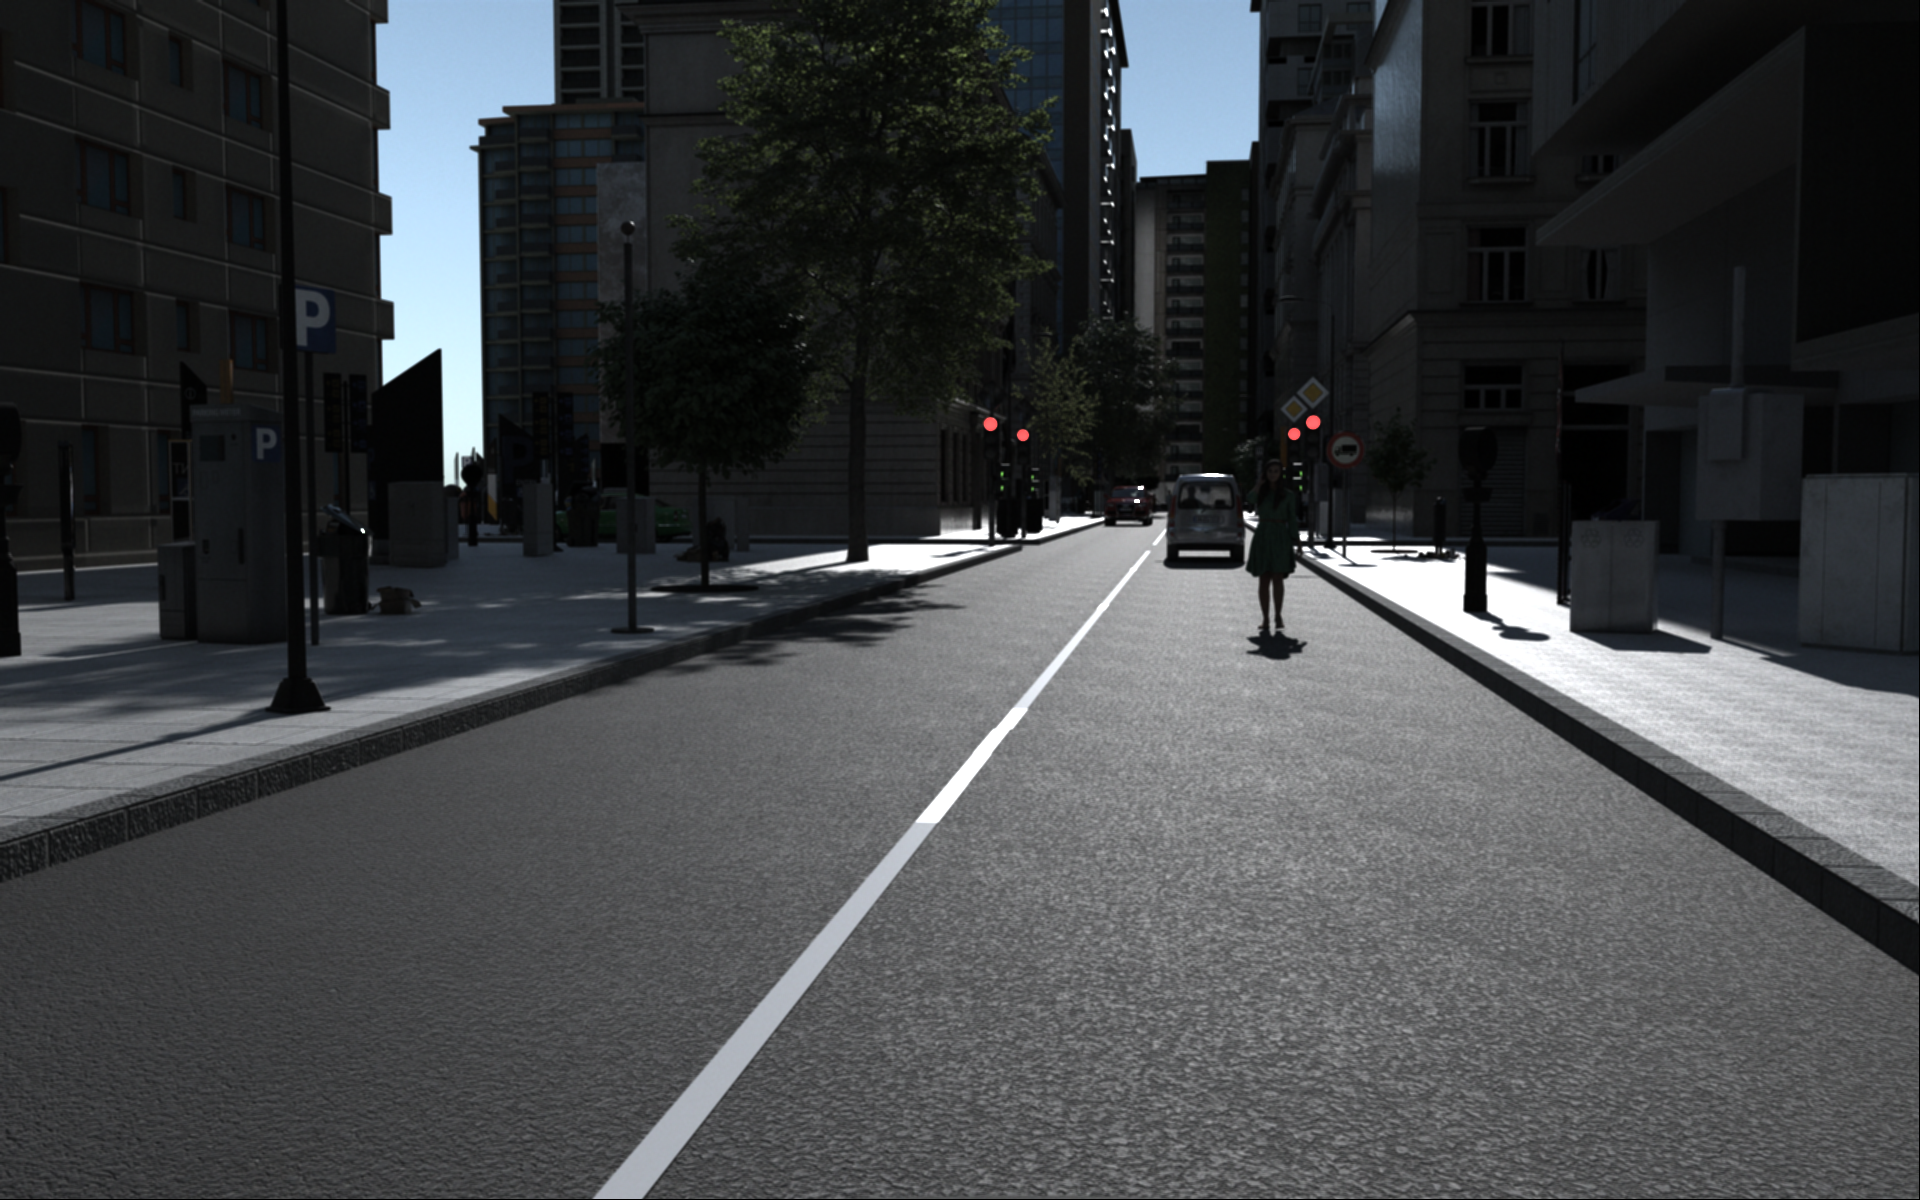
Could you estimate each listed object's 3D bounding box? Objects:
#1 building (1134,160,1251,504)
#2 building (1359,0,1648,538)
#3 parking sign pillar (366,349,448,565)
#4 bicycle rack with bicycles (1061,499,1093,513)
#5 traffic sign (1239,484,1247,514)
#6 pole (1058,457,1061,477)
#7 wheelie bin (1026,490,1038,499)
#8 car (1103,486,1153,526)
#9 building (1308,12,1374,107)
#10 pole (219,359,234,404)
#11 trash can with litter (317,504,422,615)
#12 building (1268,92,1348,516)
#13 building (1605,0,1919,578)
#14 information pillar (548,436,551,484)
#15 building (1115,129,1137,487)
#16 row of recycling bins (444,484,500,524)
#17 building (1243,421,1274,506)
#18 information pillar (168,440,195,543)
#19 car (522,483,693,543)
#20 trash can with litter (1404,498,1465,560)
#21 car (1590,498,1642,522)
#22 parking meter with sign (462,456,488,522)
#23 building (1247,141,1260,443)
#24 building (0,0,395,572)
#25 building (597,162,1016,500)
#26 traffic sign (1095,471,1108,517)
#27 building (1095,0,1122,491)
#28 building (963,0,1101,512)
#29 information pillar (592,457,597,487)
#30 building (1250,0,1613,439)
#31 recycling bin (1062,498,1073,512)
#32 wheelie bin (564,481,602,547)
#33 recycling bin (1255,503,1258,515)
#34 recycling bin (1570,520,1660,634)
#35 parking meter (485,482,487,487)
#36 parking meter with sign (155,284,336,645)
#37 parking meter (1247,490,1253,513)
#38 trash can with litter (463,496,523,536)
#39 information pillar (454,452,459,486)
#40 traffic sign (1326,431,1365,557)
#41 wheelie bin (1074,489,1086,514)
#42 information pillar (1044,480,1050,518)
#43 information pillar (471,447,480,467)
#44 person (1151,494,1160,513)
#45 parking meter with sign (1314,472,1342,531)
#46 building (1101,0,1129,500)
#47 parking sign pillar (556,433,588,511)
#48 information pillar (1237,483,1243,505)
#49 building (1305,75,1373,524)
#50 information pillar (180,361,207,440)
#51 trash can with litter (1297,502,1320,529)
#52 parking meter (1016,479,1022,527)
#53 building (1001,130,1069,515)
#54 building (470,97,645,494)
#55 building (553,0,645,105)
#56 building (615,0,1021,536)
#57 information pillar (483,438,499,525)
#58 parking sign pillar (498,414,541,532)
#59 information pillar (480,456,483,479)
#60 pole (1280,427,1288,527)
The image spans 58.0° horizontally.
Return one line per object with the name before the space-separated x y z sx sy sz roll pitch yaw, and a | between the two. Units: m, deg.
building | 28.769 -32.533 215.501 14.086 41.232 14.154 0 4 8
building | 28.544 -13.624 56.034 30.059 22.955 16.112 0 4 8
parking sign pillar | -10.209 -2.655 31.875 1.447 3.967 1.447 -3 5 -41
bicycle rack with bicycles | 7.706 -6.424 118.415 2.925 0.926 2.852 -1 4 -11
traffic sign | 18.144 -6.716 109.816 0.884 2.594 0.081 1 4 14
pole | 5.496 -6.236 95.795 0.158 3.312 0.155 0 3 0
wheelie bin | 3.047 -4.131 75.451 0.693 1.594 0.980 -1 4 -15
car | 7.818 -4.363 80.012 2.281 1.827 5.304 1 4 9
building | 40.152 -27.084 134.706 32.217 40.220 23.993 0 4 8
pole | -11.128 -1.989 26.356 0.158 3.312 0.155 0 3 0
trash can with litter | -6.345 -0.441 18.603 1.055 1.170 0.624 0 4 -5
building | 26.210 -19.110 109.708 12.463 27.353 25.104 0 4 8
building | 24.035 -26.482 22.212 28.713 52.752 27.495 0 4 8
information pillar | -16.435 -4.768 69.307 0.183 3.616 0.504 -1 4 -14
building | 11.536 -36.530 220.966 21.600 48.544 21.300 0 4 8
row of recycling bins | -20.599 -4.128 74.599 3.534 1.692 1.069 -3 4 -38
building | 40.612 -45.603 183.858 20.563 71.187 20.611 0 4 8
information pillar | -10.529 -1.167 23.576 0.304 2.012 0.304 0 4 4
car | -9.886 -2.427 48.480 4.718 1.807 1.959 0 4 7
trash can with litter | 9.844 -1.463 34.975 1.678 1.210 2.233 2 4 24
car | 18.117 -1.926 44.070 3.894 1.354 1.945 1 4 9
parking meter with sign | -22.517 -5.175 80.871 0.543 3.016 1.738 1 4 17
building | 42.840 -34.482 213.896 14.200 45.320 14.600 0 4 8
building | -29.827 -11.295 29.719 28.899 21.520 27.650 0 4 8
building | -5.954 -13.045 80.730 16.820 18.784 16.811 0 4 8
traffic sign | 7.692 -5.797 94.778 0.884 2.594 0.081 1 4 11
building | 2.336 -32.759 155.221 23.786 49.044 30.456 0 4 8
building | 3.418 -29.507 132.557 14.600 45.320 14.200 0 4 8
information pillar | -23.304 -7.281 110.406 0.183 3.616 0.504 -3 5 -40
building | 41.548 -34.913 160.066 28.713 52.752 27.495 0 4 8
recycling bin | 7.747 -6.874 124.945 0.722 1.027 0.722 1 4 13
wheelie bin | -9.163 -2.102 42.275 0.693 1.594 0.980 2 4 35
recycling bin | 18.411 -5.672 105.298 0.722 1.027 0.722 3 5 43
recycling bin | 6.152 -0.227 16.265 0.722 1.027 0.722 2 4 26
parking meter | -23.861 -4.962 86.841 0.255 1.863 0.399 -1 4 -16
parking meter with sign | -6.224 -1.144 14.959 1.738 3.016 0.543 2 4 25
parking meter | 19.448 -6.740 115.909 0.399 1.863 0.255 1 4 9
trash can with litter | -14.277 -2.583 53.282 2.233 1.210 1.678 -2 4 -35
information pillar | -28.401 -6.507 97.749 0.183 3.616 0.504 -2 4 -33
traffic sign | 7.794 -2.137 35.052 0.768 2.556 0.104 1 4 13
wheelie bin | 7.891 -6.472 113.733 0.693 1.594 0.980 -1 4 -18
information pillar | 4.645 -5.319 91.459 0.304 2.012 0.304 2 4 30
information pillar | -24.343 -5.826 86.615 0.183 3.616 0.504 -2 4 -30
person | 14.614 -7.235 130.045 0.557 1.426 1.065 -2 4 -34
parking meter with sign | 13.113 -3.975 61.247 1.738 3.016 0.543 -3 4 -37
building | 3.598 -36.491 185.868 27.495 52.752 28.713 0 4 8
parking sign pillar | -16.978 -5.341 75.804 1.447 3.967 1.447 -1 4 -22
information pillar | 18.865 -6.862 116.691 0.304 2.012 0.304 3 5 41
building | 24.399 -14.883 85.139 13.314 21.916 24.055 0 4 8
information pillar | -13.610 -2.413 30.808 0.183 3.616 0.504 2 4 31
trash can with litter | 12.931 -3.241 64.373 1.055 1.170 0.624 -3 4 -36
parking meter | 2.346 -3.724 66.594 0.255 1.863 0.399 3 5 42
building | 0.250 -16.820 103.891 11.050 23.489 19.941 0 4 8
building | -37.977 -33.007 194.291 28.867 44.769 22.147 0 4 8
building | -40.208 -48.276 227.571 20.611 71.187 20.563 0 4 8
building | -4.047 -12.089 62.281 10.561 19.102 19.286 0 4 8
information pillar | -19.437 -4.934 72.027 0.504 3.616 0.183 2 4 32
parking sign pillar | -14.772 -4.261 58.141 1.447 3.967 1.447 -2 4 -27
information pillar | -26.727 -6.428 96.458 0.504 3.616 0.183 1 4 18
pole | 9.781 -3.579 52.367 0.158 3.312 0.155 0 3 0
